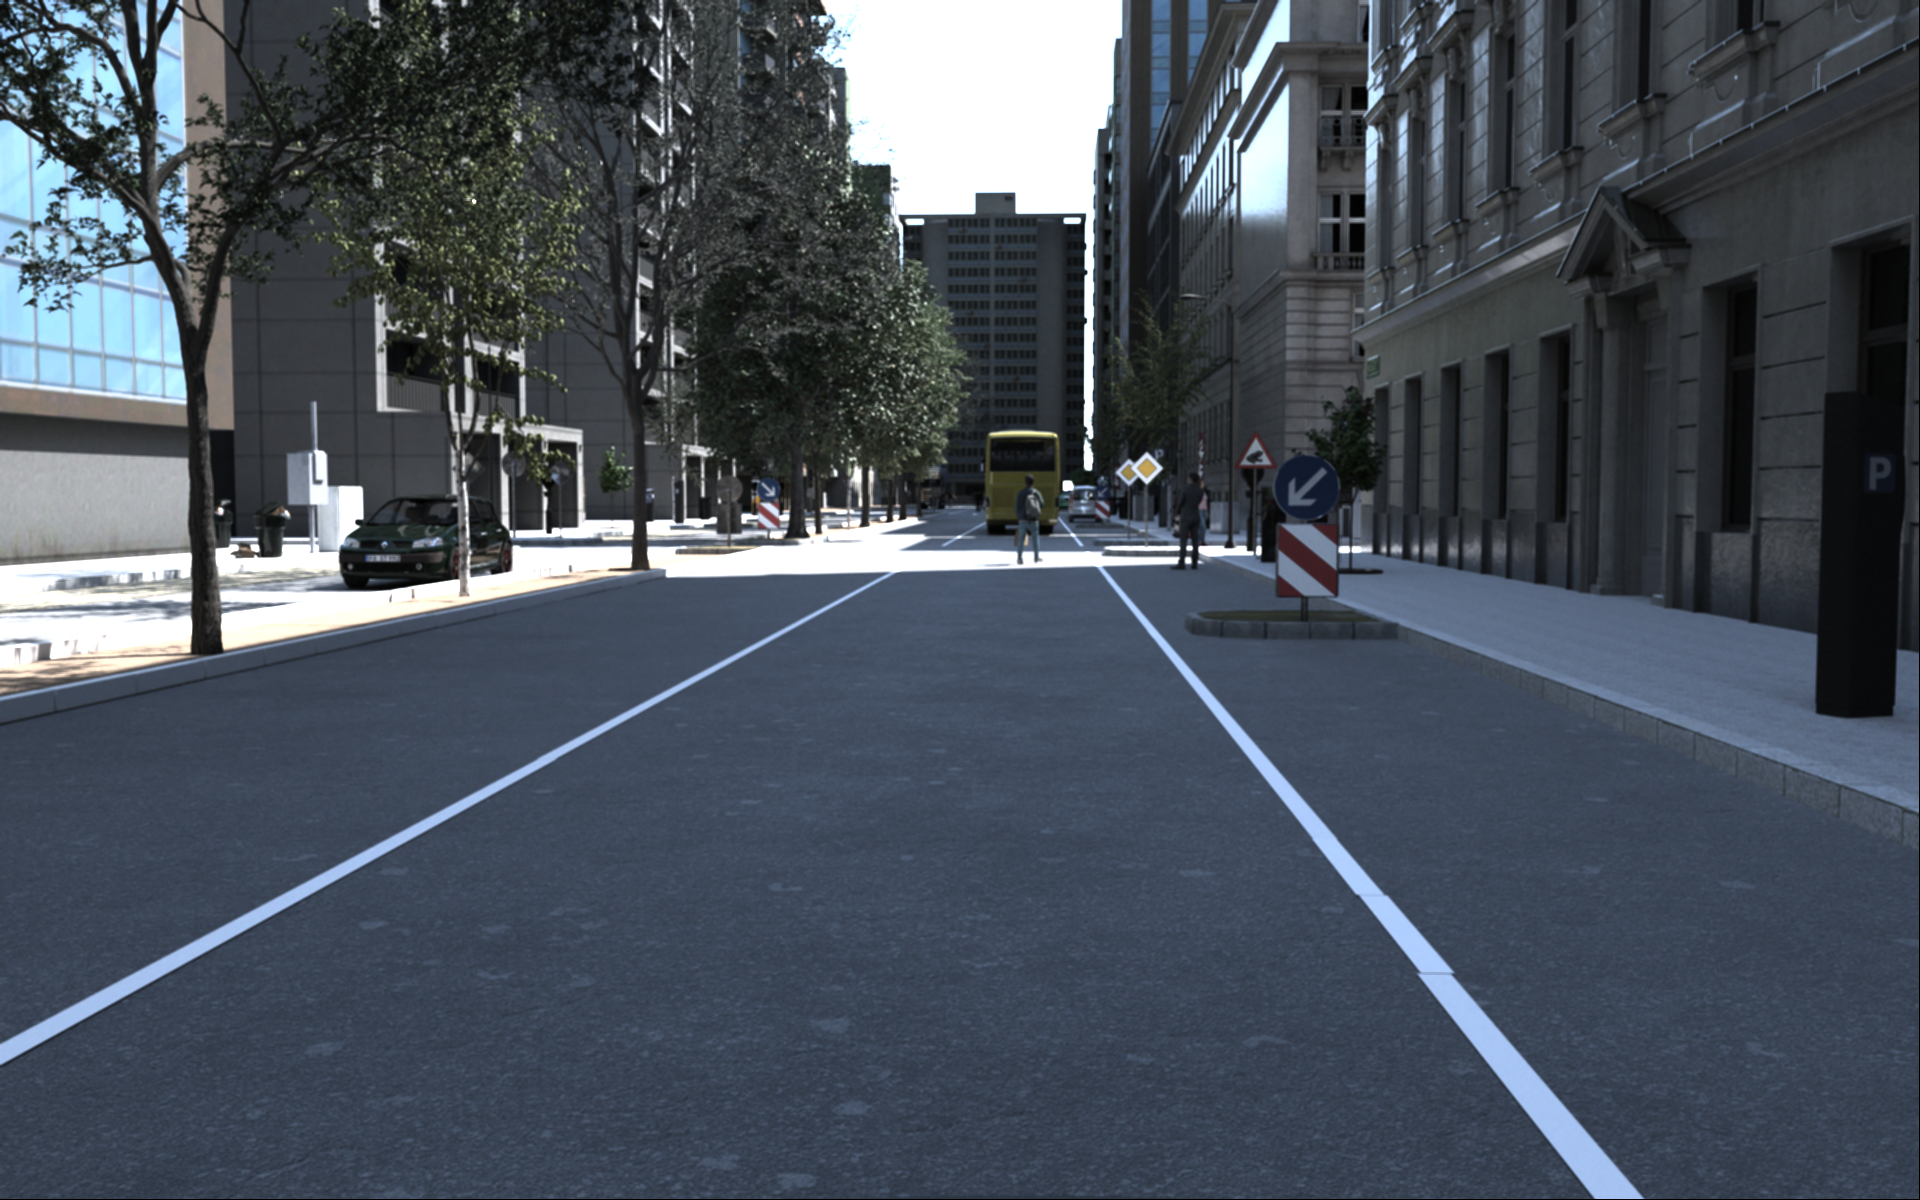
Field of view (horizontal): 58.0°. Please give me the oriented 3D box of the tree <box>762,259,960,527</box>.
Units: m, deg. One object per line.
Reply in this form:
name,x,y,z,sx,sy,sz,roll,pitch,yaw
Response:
tree,-4.160,-9.410,74.439,7.486,12.596,7.792,0,3,0

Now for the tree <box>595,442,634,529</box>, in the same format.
tree,-12.949,-4.262,64.279,1.663,3.219,1.824,0,3,0

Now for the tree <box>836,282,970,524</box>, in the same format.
tree,-3.307,-9.514,83.768,9.928,11.665,9.643,0,3,0

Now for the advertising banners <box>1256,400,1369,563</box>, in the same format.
advertising banners,6.600,-2.211,32.341,2.074,3.025,0.090,1,4,10

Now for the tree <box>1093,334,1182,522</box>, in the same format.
tree,8.193,-7.844,78.610,4.360,8.622,3.978,0,3,0

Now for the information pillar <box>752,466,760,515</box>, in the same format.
information pillar,-12.253,-6.878,103.806,0.504,3.616,0.183,-1,4,-14

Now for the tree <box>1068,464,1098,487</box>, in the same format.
tree,14.270,-13.270,200.683,4.285,4.588,4.351,0,3,0

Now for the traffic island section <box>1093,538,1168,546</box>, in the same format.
traffic island section,4.779,-1.624,48.829,2.009,0.180,2.903,0,4,3

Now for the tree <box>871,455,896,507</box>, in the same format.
tree,-7.567,-13.646,173.472,4.737,8.622,4.395,0,3,0

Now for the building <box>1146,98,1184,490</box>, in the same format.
building,19.685,-19.414,110.923,14.314,27.812,24.014,0,4,3

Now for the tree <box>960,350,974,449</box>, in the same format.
tree,-3.145,-10.517,92.531,7.486,12.596,7.792,0,3,0

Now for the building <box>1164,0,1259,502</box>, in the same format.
building,18.984,-15.310,83.607,16.112,22.955,30.059,0,4,3

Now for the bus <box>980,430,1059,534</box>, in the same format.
bus,2.212,-4.511,65.298,2.896,3.916,12.252,0,4,1

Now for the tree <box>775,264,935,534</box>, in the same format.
tree,-4.949,-7.606,61.225,8.767,10.594,7.601,0,4,3

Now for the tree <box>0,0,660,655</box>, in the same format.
tree,-6.674,-4.807,15.470,8.767,10.594,7.601,0,4,3

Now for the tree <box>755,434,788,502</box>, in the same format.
tree,-11.805,-9.797,110.541,4.360,8.622,3.978,0,3,0

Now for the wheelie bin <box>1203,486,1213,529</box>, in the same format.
wheelie bin,8.922,-3.435,64.063,0.693,1.594,0.980,-2,4,-29

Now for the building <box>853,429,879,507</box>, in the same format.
building,-24.442,-20.830,185.612,28.899,21.520,27.650,0,4,3

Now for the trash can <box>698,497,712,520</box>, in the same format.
trash can,-12.657,-4.546,85.984,0.748,1.137,0.748,0,3,0

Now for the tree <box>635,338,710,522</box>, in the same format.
tree,-13.072,-7.875,79.117,4.360,8.622,3.978,0,3,0

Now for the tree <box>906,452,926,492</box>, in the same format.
tree,-3.274,-8.997,99.923,4.360,8.622,3.978,0,3,0

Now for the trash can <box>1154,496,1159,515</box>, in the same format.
trash can,11.627,-5.677,104.465,0.748,1.137,0.748,0,3,0

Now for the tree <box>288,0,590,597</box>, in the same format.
tree,-6.835,-4.323,23.506,4.737,8.622,4.395,0,3,0

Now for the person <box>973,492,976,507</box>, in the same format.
person,1.726,-11.191,192.938,0.593,1.643,0.415,-1,4,-9

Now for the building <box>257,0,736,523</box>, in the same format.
building,-23.267,-40.062,93.265,20.563,71.187,20.611,0,4,3

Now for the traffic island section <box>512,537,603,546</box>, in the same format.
traffic island section,-11.446,-1.669,49.569,2.009,0.180,2.903,0,4,3

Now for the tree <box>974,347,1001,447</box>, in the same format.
tree,-2.533,-11.938,108.018,12.009,13.543,11.850,0,3,0

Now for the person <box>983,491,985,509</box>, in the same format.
person,2.402,-9.632,166.653,0.621,1.740,0.551,-2,4,-25

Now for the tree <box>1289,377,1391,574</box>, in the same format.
tree,6.468,-2.058,28.250,1.663,3.219,1.824,0,3,0

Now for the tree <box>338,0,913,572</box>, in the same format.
tree,-5.944,-7.276,31.783,12.009,13.543,11.850,0,3,0

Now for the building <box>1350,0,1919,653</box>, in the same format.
building,15.763,-14.634,15.678,17.030,29.872,44.131,0,4,3

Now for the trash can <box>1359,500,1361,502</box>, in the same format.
trash can,9.826,-1.796,41.026,0.748,1.137,0.748,0,3,0

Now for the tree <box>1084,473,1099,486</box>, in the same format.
tree,11.561,-9.387,148.079,1.663,3.219,1.824,0,3,0

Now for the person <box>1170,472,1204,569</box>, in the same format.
person,4.326,-1.515,33.077,0.655,1.846,0.447,-2,4,-28

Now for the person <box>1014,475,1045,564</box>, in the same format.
person,1.364,-1.639,35.291,0.794,1.824,0.713,3,4,36

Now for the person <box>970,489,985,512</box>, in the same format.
person,1.434,-7.972,138.476,1.348,1.869,0.705,-2,4,-27

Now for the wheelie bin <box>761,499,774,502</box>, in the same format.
wheelie bin,-11.828,-6.008,106.135,0.980,1.594,0.693,2,4,24

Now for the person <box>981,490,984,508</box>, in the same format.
person,2.234,-10.060,172.995,0.705,1.821,1.348,0,4,6

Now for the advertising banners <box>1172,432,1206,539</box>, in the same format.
advertising banners,6.586,-3.274,49.711,0.090,3.025,2.074,-1,4,-18

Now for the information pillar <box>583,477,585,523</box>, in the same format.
information pillar,-16.748,-4.407,76.551,0.304,2.012,0.304,0,4,-2

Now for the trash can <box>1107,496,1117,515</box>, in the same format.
trash can,9.352,-5.794,106.384,0.748,1.137,0.748,0,3,0

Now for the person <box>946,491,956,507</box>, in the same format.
person,-1.036,-10.890,186.557,1.348,1.822,0.705,2,4,25

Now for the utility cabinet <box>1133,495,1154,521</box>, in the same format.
utility cabinet,8.672,-4.326,81.885,1.020,1.237,0.306,-2,4,-24

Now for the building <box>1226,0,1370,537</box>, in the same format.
building,21.352,-13.091,55.837,24.055,21.916,13.314,0,4,3

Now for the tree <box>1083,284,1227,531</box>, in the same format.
tree,7.067,-6.721,60.249,4.737,8.622,4.395,0,3,0

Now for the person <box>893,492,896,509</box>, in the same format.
person,-5.881,-8.898,155.456,0.593,1.643,0.415,3,4,36

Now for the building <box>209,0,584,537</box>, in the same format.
building,-24.778,-38.027,59.990,20.563,71.187,20.611,0,4,3

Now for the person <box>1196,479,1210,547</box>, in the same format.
person,6.331,-2.261,45.469,0.388,1.821,0.555,2,4,33

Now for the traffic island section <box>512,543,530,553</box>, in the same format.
traffic island section,-11.809,-1.181,41.592,2.009,0.180,2.903,0,4,3

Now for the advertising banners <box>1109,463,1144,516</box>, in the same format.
advertising banners,9.585,-6.224,97.947,2.074,3.025,0.090,1,4,18

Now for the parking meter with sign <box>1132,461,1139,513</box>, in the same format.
parking meter with sign,9.428,-5.939,93.370,0.543,3.016,1.738,1,4,8

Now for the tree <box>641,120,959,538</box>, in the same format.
tree,-4.949,-8.134,52.461,9.611,12.733,9.660,0,3,0

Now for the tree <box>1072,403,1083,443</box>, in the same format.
tree,9.343,-9.678,108.598,4.737,8.622,4.395,0,3,0

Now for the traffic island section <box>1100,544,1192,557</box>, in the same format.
traffic island section,4.416,-1.136,40.852,2.009,0.180,2.903,0,4,3

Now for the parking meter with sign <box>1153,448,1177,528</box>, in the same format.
parking meter with sign,8.094,-4.328,67.029,0.543,3.016,1.738,2,4,32

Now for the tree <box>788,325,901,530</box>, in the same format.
tree,-4.403,-7.074,68.484,4.360,8.622,3.978,0,3,0
